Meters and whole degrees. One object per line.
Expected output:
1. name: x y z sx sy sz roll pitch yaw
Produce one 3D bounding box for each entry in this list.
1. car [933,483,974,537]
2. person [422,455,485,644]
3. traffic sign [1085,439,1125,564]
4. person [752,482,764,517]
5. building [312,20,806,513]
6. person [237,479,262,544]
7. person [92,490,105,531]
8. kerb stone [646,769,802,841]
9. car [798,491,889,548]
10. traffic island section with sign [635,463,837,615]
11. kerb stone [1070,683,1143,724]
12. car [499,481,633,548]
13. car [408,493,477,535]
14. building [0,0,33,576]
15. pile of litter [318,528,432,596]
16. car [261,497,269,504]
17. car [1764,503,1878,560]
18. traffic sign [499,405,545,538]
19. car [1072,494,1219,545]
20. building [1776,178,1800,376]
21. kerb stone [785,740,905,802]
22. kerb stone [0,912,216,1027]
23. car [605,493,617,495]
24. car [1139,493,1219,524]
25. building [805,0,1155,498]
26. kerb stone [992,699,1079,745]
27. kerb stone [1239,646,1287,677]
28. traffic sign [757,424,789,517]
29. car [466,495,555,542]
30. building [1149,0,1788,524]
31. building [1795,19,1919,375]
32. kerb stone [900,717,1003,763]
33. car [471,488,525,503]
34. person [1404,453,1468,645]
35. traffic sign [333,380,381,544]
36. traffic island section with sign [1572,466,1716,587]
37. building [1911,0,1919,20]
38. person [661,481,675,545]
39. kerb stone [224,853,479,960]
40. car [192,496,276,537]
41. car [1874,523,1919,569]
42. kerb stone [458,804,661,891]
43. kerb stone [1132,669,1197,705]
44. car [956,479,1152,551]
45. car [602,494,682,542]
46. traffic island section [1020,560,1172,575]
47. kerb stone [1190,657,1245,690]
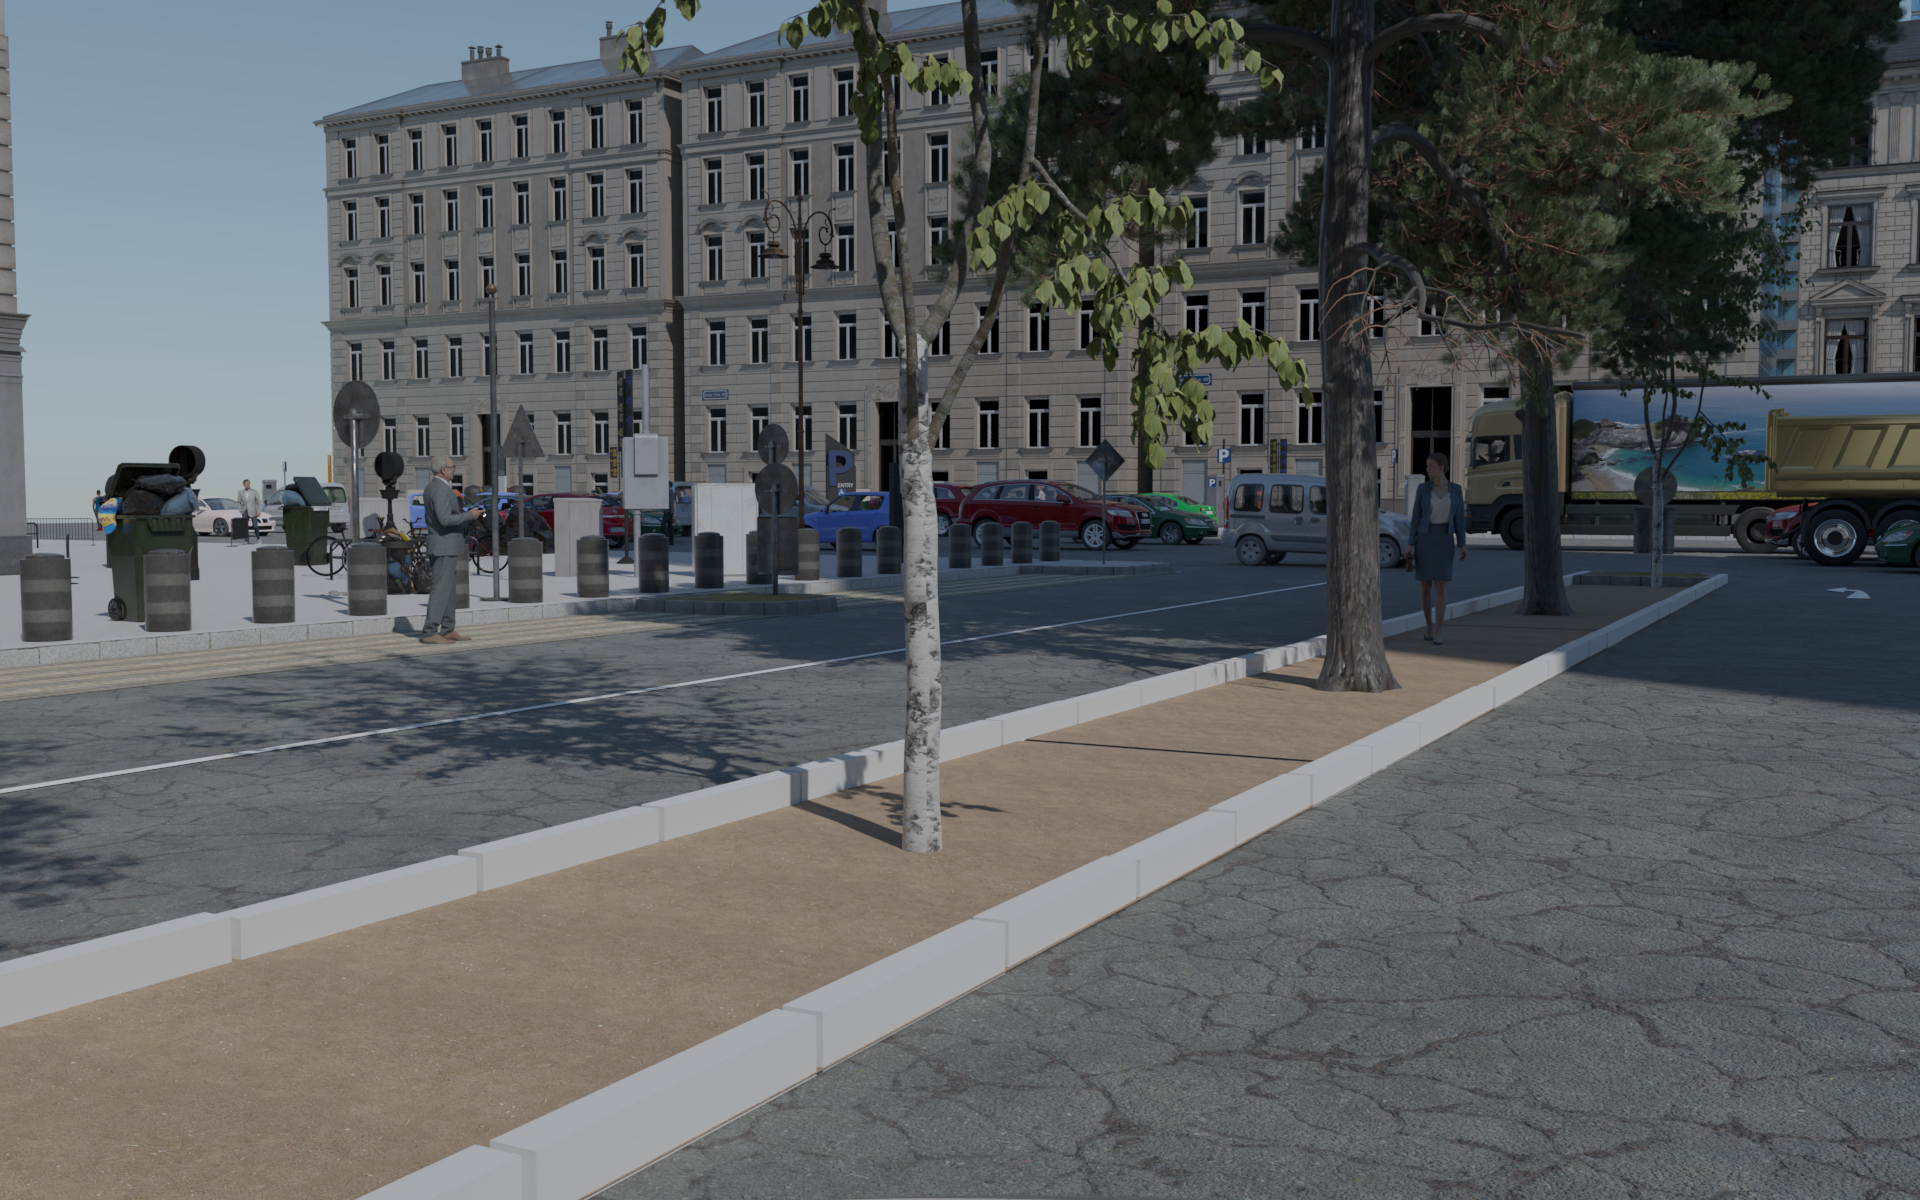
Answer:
1. car: -1.451 -3.116 59.620 5.304 1.827 2.281 2 4 30
2. person: -4.862 -0.482 16.564 0.590 1.801 0.661 -2 4 -28
3. traffic sign: 2.641 -1.716 31.706 0.795 2.450 0.064 2 4 28
4. person: -6.481 -2.806 54.470 0.616 1.811 0.778 2 4 33
5. building: -22.929 -18.423 98.479 25.104 27.353 12.463 2 4 28
6. person: -19.503 -2.399 47.563 0.661 1.843 0.795 0 4 -5
7. person: -33.439 -3.490 67.424 0.662 1.594 0.647 3 5 40
8. kerb stone: -1.027 0.895 7.565 0.120 0.150 1.000 2 4 28
9. car: -2.579 -2.126 44.353 3.694 1.707 1.945 2 4 30
10. traffic island section with sign: -2.601 -0.779 21.362 1.989 1.847 2.006 2 4 28
11. kerb stone: 0.920 0.676 11.188 0.120 0.150 1.000 2 4 28
12. car: -10.800 -2.265 46.070 4.494 1.783 2.155 2 4 30
13. car: -17.814 -3.109 60.421 3.694 1.707 1.945 2 4 29
14. building: -24.878 -10.886 27.129 18.267 20.994 9.793 2 4 28
15. pile of litter: -7.325 -0.512 22.338 1.719 0.858 1.176 0 4 -7
16. car: -31.930 -4.483 82.091 4.718 1.807 1.959 2 4 26
17. car: 20.367 -1.767 37.567 5.304 1.827 2.281 2 4 28
18. traffic sign: -6.389 -1.541 25.205 0.884 2.594 0.081 2 4 29
19. car: 5.092 -2.339 50.036 4.920 1.459 2.131 2 4 30
20. building: 98.289 -36.764 220.702 30.456 49.044 23.786 2 4 28
21. kerb stone: -0.548 0.839 8.473 0.120 0.150 1.000 2 4 28
22. kerb stone: -2.504 1.061 4.850 0.120 0.150 1.000 2 4 28
23. car: -13.360 -3.745 70.828 3.694 1.707 1.945 2 4 28
24. car: 6.357 -3.048 58.626 4.718 1.807 1.959 2 4 30
25. building: -0.613 -17.665 86.080 25.104 27.353 12.463 2 4 28
26. kerb stone: 0.432 0.729 10.285 0.120 0.150 1.000 2 4 28
27. kerb stone: 2.392 0.507 13.905 0.120 0.150 1.000 2 4 28
28. traffic sign: -3.408 -1.912 31.374 0.768 2.556 0.104 3 4 36
29. car: -13.247 -2.350 50.429 4.499 1.417 2.014 2 4 26
30. building: 21.749 -16.967 74.680 25.104 27.353 12.463 2 4 28
31. building: 40.736 -12.142 63.146 19.286 19.102 10.561 2 4 28
32. kerb stone: -0.059 0.785 9.375 0.120 0.150 1.000 2 4 28
33. car: -18.142 -3.507 66.926 3.694 1.707 1.945 2 4 29
34. person: 4.570 -0.492 16.571 0.581 1.822 0.654 2 4 26
35. traffic sign: -6.776 -1.180 19.407 0.768 2.556 0.104 2 4 31
36. traffic island section with sign: 10.972 -1.188 27.567 2.006 1.907 1.989 2 4 28
37. building: 124.936 -54.531 204.260 31.000 86.520 22.319 2 4 28
38. person: -8.202 -2.438 48.549 0.473 1.802 0.592 1 4 11
39. kerb stone: -2.011 1.019 5.754 0.120 0.150 1.000 2 4 28
40. car: -25.585 -2.868 59.251 4.827 1.381 2.083 2 4 27
41. car: 19.022 -1.159 30.752 4.920 1.459 2.131 2 4 30
42. kerb stone: -1.522 0.952 6.665 0.120 0.150 1.000 2 4 28
43. kerb stone: 1.403 0.618 12.094 0.120 0.150 1.000 2 4 28
44. car: 2.462 -2.243 45.339 5.304 1.827 2.281 2 4 30
45. car: -10.705 -2.510 52.841 4.920 1.459 2.131 2 4 29
46. traffic island section: 2.617 -0.581 31.780 2.009 0.180 2.903 2 4 28
47. kerb stone: 1.895 0.563 12.995 0.120 0.150 1.000 2 4 28
